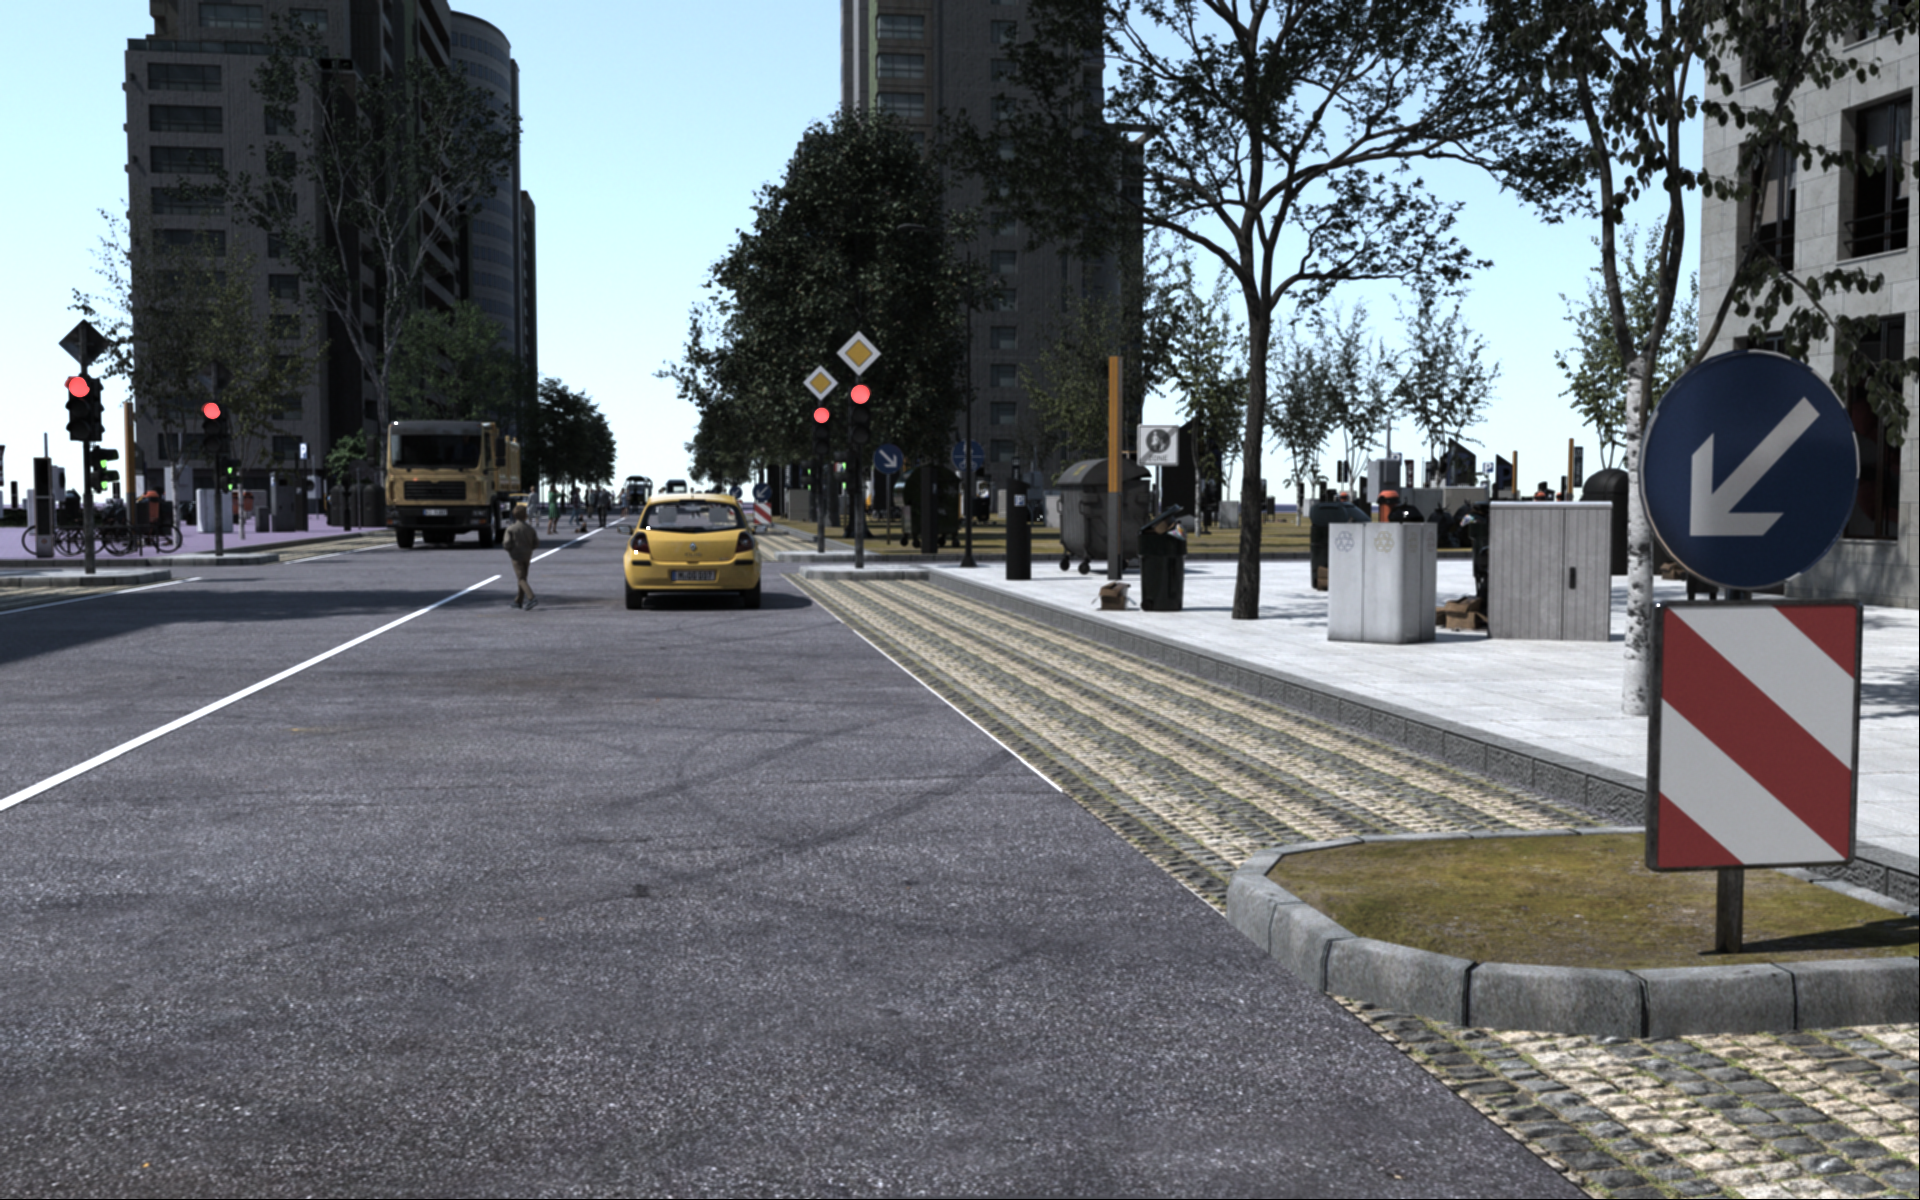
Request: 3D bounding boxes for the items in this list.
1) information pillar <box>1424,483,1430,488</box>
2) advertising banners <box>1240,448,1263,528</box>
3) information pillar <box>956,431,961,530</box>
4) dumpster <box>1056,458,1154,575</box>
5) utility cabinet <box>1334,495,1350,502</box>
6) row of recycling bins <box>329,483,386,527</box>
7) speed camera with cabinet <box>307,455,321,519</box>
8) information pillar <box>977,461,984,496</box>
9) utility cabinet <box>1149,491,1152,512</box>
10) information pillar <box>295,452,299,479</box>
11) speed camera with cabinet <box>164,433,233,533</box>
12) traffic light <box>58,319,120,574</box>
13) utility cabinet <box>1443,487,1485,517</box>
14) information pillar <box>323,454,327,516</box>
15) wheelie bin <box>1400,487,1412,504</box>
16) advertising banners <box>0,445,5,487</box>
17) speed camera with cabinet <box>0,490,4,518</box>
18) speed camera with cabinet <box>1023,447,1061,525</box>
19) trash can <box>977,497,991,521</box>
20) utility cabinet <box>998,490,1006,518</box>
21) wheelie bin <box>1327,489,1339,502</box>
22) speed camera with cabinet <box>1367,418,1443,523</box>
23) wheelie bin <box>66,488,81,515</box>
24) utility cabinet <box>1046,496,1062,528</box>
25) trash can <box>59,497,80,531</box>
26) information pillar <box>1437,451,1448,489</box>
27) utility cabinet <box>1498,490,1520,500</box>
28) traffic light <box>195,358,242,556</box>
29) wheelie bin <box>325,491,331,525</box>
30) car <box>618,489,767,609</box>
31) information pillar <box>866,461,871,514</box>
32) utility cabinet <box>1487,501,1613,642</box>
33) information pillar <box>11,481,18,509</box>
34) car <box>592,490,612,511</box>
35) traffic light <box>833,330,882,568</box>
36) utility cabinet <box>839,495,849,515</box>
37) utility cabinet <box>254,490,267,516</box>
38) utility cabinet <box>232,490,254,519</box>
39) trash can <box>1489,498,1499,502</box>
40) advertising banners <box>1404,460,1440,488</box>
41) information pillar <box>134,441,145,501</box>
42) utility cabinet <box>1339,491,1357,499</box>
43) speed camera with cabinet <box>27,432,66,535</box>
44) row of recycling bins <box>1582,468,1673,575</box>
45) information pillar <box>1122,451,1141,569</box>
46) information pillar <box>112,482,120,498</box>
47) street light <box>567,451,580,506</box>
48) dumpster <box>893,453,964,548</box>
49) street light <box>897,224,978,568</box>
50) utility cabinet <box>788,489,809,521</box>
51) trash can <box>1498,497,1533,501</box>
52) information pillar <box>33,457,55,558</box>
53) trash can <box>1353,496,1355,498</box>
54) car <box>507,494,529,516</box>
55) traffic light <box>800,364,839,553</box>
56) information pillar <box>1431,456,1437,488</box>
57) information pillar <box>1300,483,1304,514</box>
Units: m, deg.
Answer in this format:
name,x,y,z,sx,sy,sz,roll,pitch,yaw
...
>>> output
name,x,y,z,sx,sy,sz,roll,pitch,yaw
information pillar,31.406,-6.858,116.617,0.304,2.012,0.304,0,4,-5
advertising banners,10.918,-4.194,64.764,0.090,3.025,2.074,2,4,32
information pillar,-0.058,-4.321,62.007,0.183,3.616,0.504,-1,4,-13
dumpster,2.367,-1.377,28.277,1.264,1.857,1.865,-1,4,-9
utility cabinet,21.748,-5.329,98.294,1.020,1.237,0.306,-1,4,-14
row of recycling bins,-23.622,-3.717,67.889,1.069,1.692,3.534,-3,5,-45
speed camera with cabinet,-33.417,-5.708,87.662,2.038,3.252,0.660,1,4,10
information pillar,1.313,-7.195,108.985,0.504,3.616,0.183,0,4,7
utility cabinet,12.295,-6.446,114.069,1.173,1.500,0.318,-3,4,-38
information pillar,-36.891,-6.428,96.459,0.183,3.616,0.504,0,4,-8
speed camera with cabinet,-24.970,-3.821,56.809,0.660,3.252,2.038,3,4,37
traffic light,-14.005,-2.379,27.810,0.839,4.253,0.868,-1,4,-9
utility cabinet,15.074,-2.640,51.836,1.173,1.500,0.318,0,4,2
information pillar,-36.725,-6.657,100.193,0.183,3.616,0.504,-1,4,-14
wheelie bin,20.290,-4.349,79.021,0.980,1.594,0.693,0,4,-3
advertising banners,-34.246,-3.941,60.628,0.090,3.025,2.074,1,4,20
speed camera with cabinet,-44.307,-5.135,78.295,0.660,3.252,2.038,1,4,15
speed camera with cabinet,3.624,-4.800,72.821,2.038,3.252,0.660,-2,4,-32
trash can,1.104,-4.344,82.673,0.748,1.137,0.748,0,3,0
utility cabinet,2.588,-5.058,91.374,1.173,1.500,0.318,2,4,29
wheelie bin,23.921,-6.324,111.301,0.980,1.594,0.693,-1,4,-12
speed camera with cabinet,11.655,-3.118,45.316,2.038,3.252,0.660,-1,4,-22
wheelie bin,-43.427,-4.706,84.848,0.693,1.594,0.980,-2,4,-25
utility cabinet,3.752,-3.375,66.344,0.306,1.237,1.020,-3,5,-44
trash can,-31.362,-3.015,60.953,0.748,1.137,0.748,0,3,0
information pillar,25.768,-6.162,92.104,0.504,3.616,0.183,1,4,23
utility cabinet,30.521,-5.364,96.383,1.173,1.500,0.318,0,4,1
traffic light,-15.295,-2.861,35.690,0.839,4.253,0.868,-1,4,-9
wheelie bin,-25.633,-3.860,71.019,0.693,1.594,0.980,-1,4,-14
car,-3.554,-0.785,23.057,2.015,1.641,3.980,-1,4,-9
information pillar,-5.805,-7.246,109.823,0.183,3.616,0.504,-3,5,-40
utility cabinet,5.198,-0.252,15.278,1.020,1.237,0.306,1,4,19
information pillar,-53.464,-5.716,97.943,0.304,2.012,0.304,-1,4,-20
car,-31.564,-8.737,151.523,2.281,1.827,5.304,-1,4,-9
traffic light,-1.759,-2.502,29.823,0.839,4.253,0.868,-1,4,-9
utility cabinet,-7.054,-5.814,106.215,1.020,1.237,0.306,-3,5,-42
utility cabinet,-40.333,-5.546,99.357,0.318,1.500,1.173,2,4,28
utility cabinet,-36.449,-4.838,87.784,1.173,1.500,0.318,2,4,30
trash can,21.367,-3.497,68.833,0.748,1.137,0.748,0,3,0
advertising banners,23.531,-5.615,87.999,2.074,3.025,0.090,0,4,-7
information pillar,-36.407,-5.227,76.816,0.504,3.616,0.183,1,4,13
utility cabinet,24.688,-6.211,110.228,0.318,1.500,1.173,-3,5,-41
speed camera with cabinet,-29.037,-3.713,55.050,0.660,3.252,2.038,-1,4,-11
row of recycling bins,11.763,-1.255,27.634,3.534,1.692,1.069,0,3,0
information pillar,2.911,-1.551,29.851,0.304,2.012,0.304,-3,4,-36
information pillar,-50.697,-6.092,104.101,0.304,2.012,0.304,1,4,13
street light,-41.295,-12.987,184.882,1.470,5.913,1.316,-1,4,-9
dumpster,-0.749,-2.402,41.763,1.502,2.255,1.985,-1,4,-9
street light,-0.385,-3.516,30.035,1.470,5.913,1.316,-1,4,-9
utility cabinet,-7.613,-4.535,82.830,1.173,1.500,0.318,-1,4,-14
trash can,17.516,-2.610,54.326,0.748,1.137,0.748,0,3,0
information pillar,-18.409,-1.854,34.805,0.304,2.012,0.304,-1,4,-22
trash can,23.548,-5.709,104.994,0.748,1.137,0.748,0,3,0
car,-25.894,-5.593,101.670,2.015,1.641,3.980,-1,4,-10
traffic light,-3.049,-2.984,37.704,0.839,4.253,0.868,-1,4,-9
information pillar,28.295,-6.847,103.307,0.504,3.616,0.183,3,5,42
information pillar,22.107,-6.576,112.008,0.304,2.012,0.304,0,4,8
